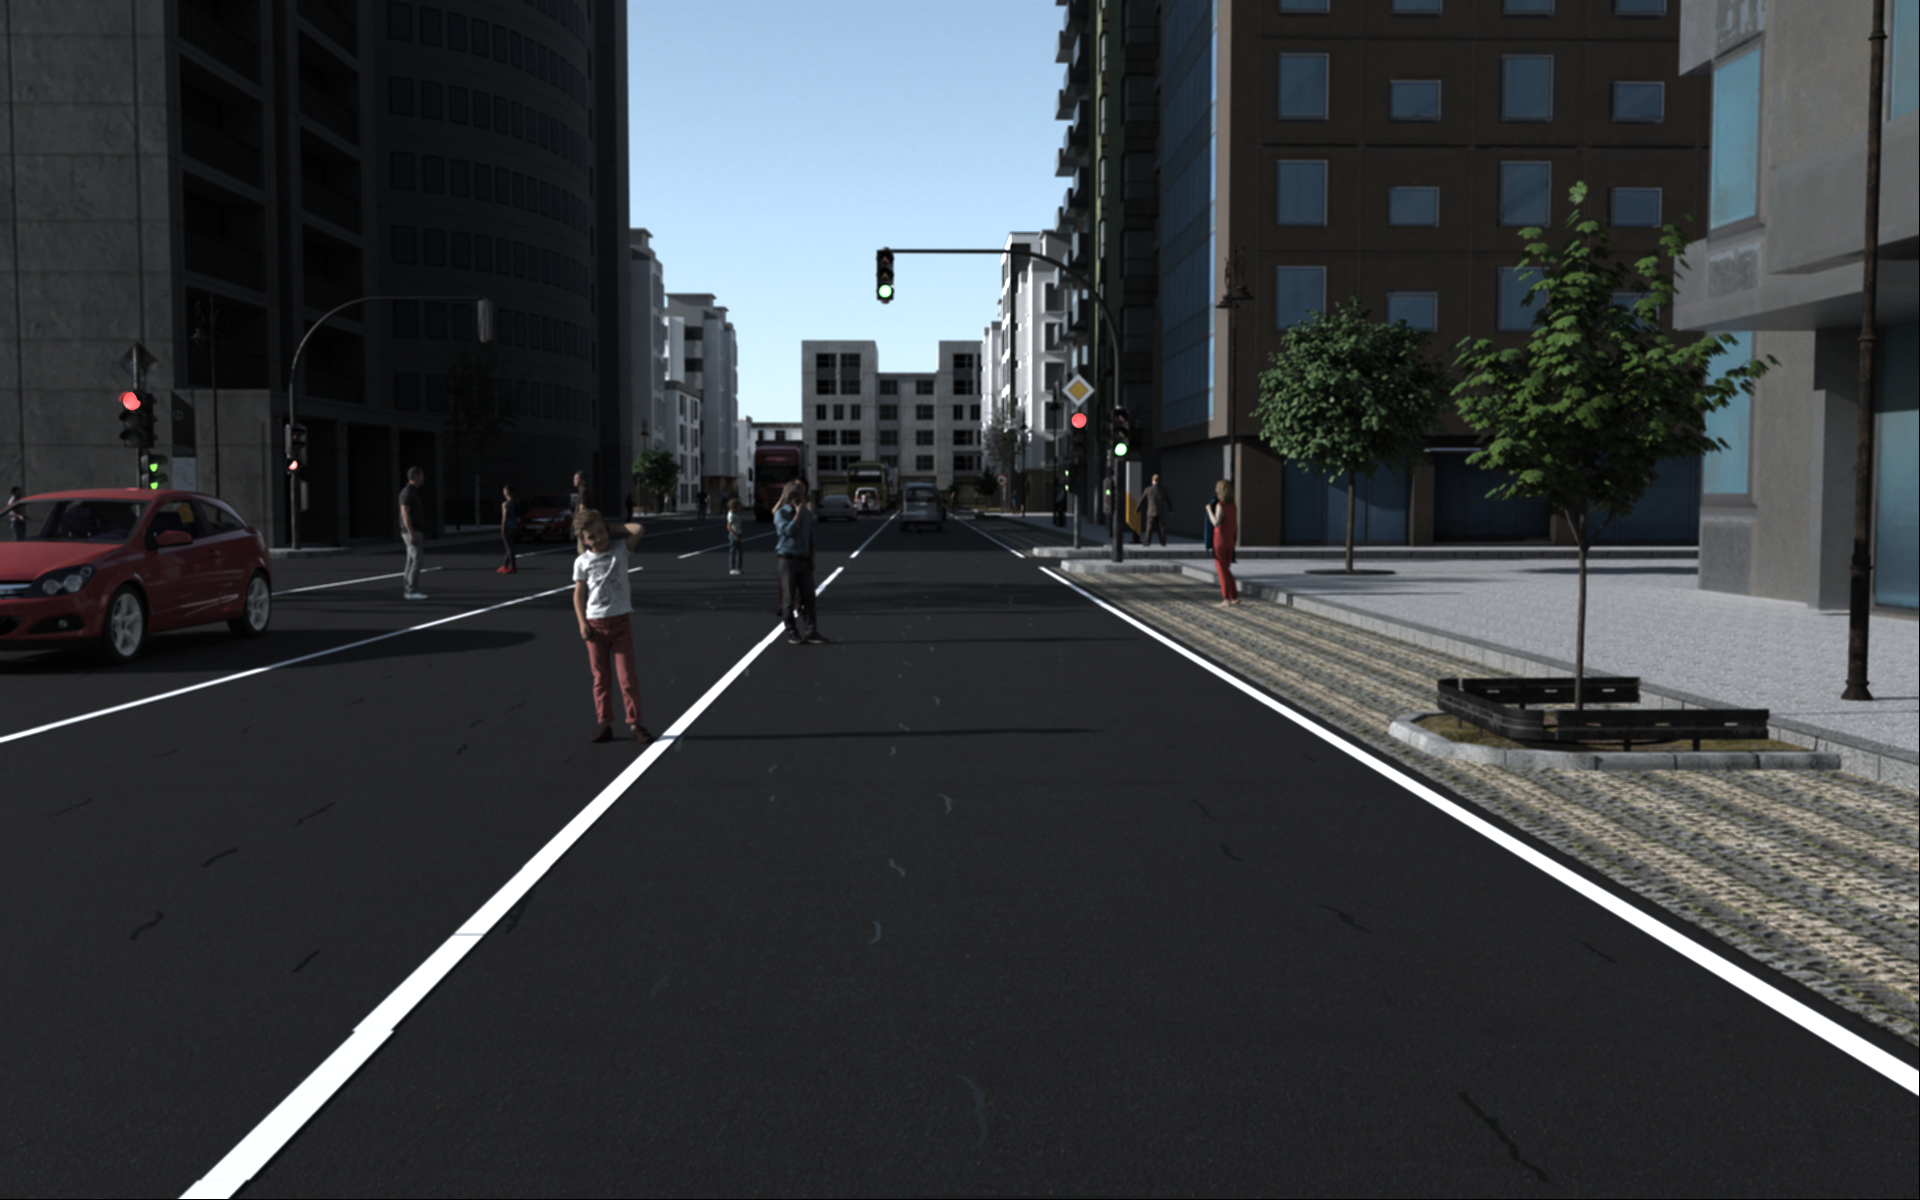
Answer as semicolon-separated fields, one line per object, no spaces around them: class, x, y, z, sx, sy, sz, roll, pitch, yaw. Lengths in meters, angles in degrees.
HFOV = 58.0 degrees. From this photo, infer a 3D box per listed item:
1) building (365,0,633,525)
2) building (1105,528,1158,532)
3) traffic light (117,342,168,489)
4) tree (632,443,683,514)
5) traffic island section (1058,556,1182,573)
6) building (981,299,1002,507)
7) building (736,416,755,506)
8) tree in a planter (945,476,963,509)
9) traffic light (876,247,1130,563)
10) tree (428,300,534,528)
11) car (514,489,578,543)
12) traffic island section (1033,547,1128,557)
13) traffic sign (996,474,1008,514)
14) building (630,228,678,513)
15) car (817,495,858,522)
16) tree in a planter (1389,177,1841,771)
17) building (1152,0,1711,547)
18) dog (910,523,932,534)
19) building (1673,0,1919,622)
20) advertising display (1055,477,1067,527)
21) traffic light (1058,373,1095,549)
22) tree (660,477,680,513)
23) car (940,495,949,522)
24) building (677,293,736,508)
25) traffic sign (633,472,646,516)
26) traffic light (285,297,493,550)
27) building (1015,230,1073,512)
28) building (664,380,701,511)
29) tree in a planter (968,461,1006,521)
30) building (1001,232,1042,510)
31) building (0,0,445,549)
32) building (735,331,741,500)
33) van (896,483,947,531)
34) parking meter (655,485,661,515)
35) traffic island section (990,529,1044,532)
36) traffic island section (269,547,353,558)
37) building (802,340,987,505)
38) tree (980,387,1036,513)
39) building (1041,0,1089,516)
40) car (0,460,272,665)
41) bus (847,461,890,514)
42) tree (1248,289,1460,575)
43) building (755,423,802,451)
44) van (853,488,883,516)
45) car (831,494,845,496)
building;-28.499;-32.983;81.268;21.231;58.520;28.212;0;4;-1
building;12.256;-23.240;63.571;14.154;41.232;14.086;0;4;-1
traffic light;-15.105;-2.630;31.928;0.839;4.253;0.868;0;4;-1
tree;-19.479;-7.771;110.768;4.285;4.588;4.351;0;3;0
traffic island section;2.970;-0.626;32.516;2.009;0.180;2.903;0;4;-1
building;10.199;-19.409;173.761;16.016;20.091;11.380;0;4;-1
building;-36.767;-14.903;185.807;28.070;9.664;9.099;0;4;-1
tree in a planter;-0.518;-10.537;169.496;1.991;3.239;1.994;0;4;-1
traffic light;0.841;-3.519;32.207;4.771;5.953;1.251;0;4;-1
tree;-18.512;-7.098;66.420;4.360;8.622;3.978;0;3;0
car;-12.342;-2.652;52.394;2.155;1.783;4.494;0;4;-1
traffic island section;2.767;-1.114;40.498;2.009;0.180;2.903;0;4;-1
traffic sign;2.663;-6.778;110.931;0.768;2.556;0.104;0;4;3
building;-28.854;-16.192;121.151;16.016;20.091;11.380;0;4;-1
car;-6.497;-4.851;91.683;2.083;1.381;4.827;0;4;1
tree in a planter;3.544;-0.770;9.814;1.991;3.239;1.994;0;4;-1
building;13.347;-24.305;47.494;14.200;45.320;14.600;0;4;-1
dog;-1.435;-2.608;62.830;0.748;0.427;0.550;1;4;19
building;19.766;-23.834;9.287;23.786;49.044;30.456;0;4;-1
advertising display;3.930;-3.796;67.283;0.123;1.923;0.974;-1;4;-19
traffic light;2.727;-3.148;40.383;0.839;4.253;0.868;0;4;-1
tree;-19.505;-7.386;115.368;1.663;3.219;1.824;0;3;0
car;-1.587;-4.987;91.317;2.009;1.686;4.222;0;3;0
building;-29.815;-18.630;161.024;16.016;20.091;11.380;0;4;-1
traffic sign;-18.568;-6.126;100.268;0.768;2.556;0.104;0;4;0
traffic light;-13.219;-3.996;39.999;4.771;5.953;1.251;0;4;-1
building;12.294;-16.724;129.856;16.016;20.091;11.380;0;4;-1
building;-25.699;-12.208;141.754;9.099;9.664;28.070;0;4;-1
tree in a planter;1.451;-5.817;92.328;1.991;3.239;1.994;0;4;-1
building;17.444;-18.835;151.919;27.936;21.610;32.646;0;4;-1
building;-26.600;-37.328;48.569;20.563;71.187;20.611;0;4;-1
building;-30.153;-19.325;172.378;16.016;20.091;11.380;0;4;-1
van;-1.519;-3.745;68.241;2.013;2.044;4.112;0;3;0
parking meter;-18.969;-6.296;108.655;0.255;1.863;0.399;1;4;14
traffic island section;2.131;-2.601;65.395;1.991;0.108;1.994;0;4;-1
traffic island section;-15.349;-1.086;40.044;2.009;0.180;2.903;0;4;-1
building;-2.649;-20.886;207.942;31.486;18.905;16.747;0;4;-1
tree;3.099;-10.326;119.191;4.360;8.622;3.978;0;3;0
building;17.180;-29.367;99.758;23.786;49.044;30.456;0;4;-1
car;-7.879;-0.415;15.831;2.155;1.783;4.494;0;3;0
bus;-6.769;-8.324;127.651;2.896;3.916;12.252;0;4;-1
tree;6.321;-2.701;27.871;4.285;4.588;4.351;0;3;0
building;-32.320;-15.995;203.671;28.070;9.664;9.099;0;4;-1
van;-6.059;-6.522;113.641;2.013;2.044;4.112;0;4;-1
car;-11.924;-9.778;168.906;2.155;1.783;4.494;0;4;0
